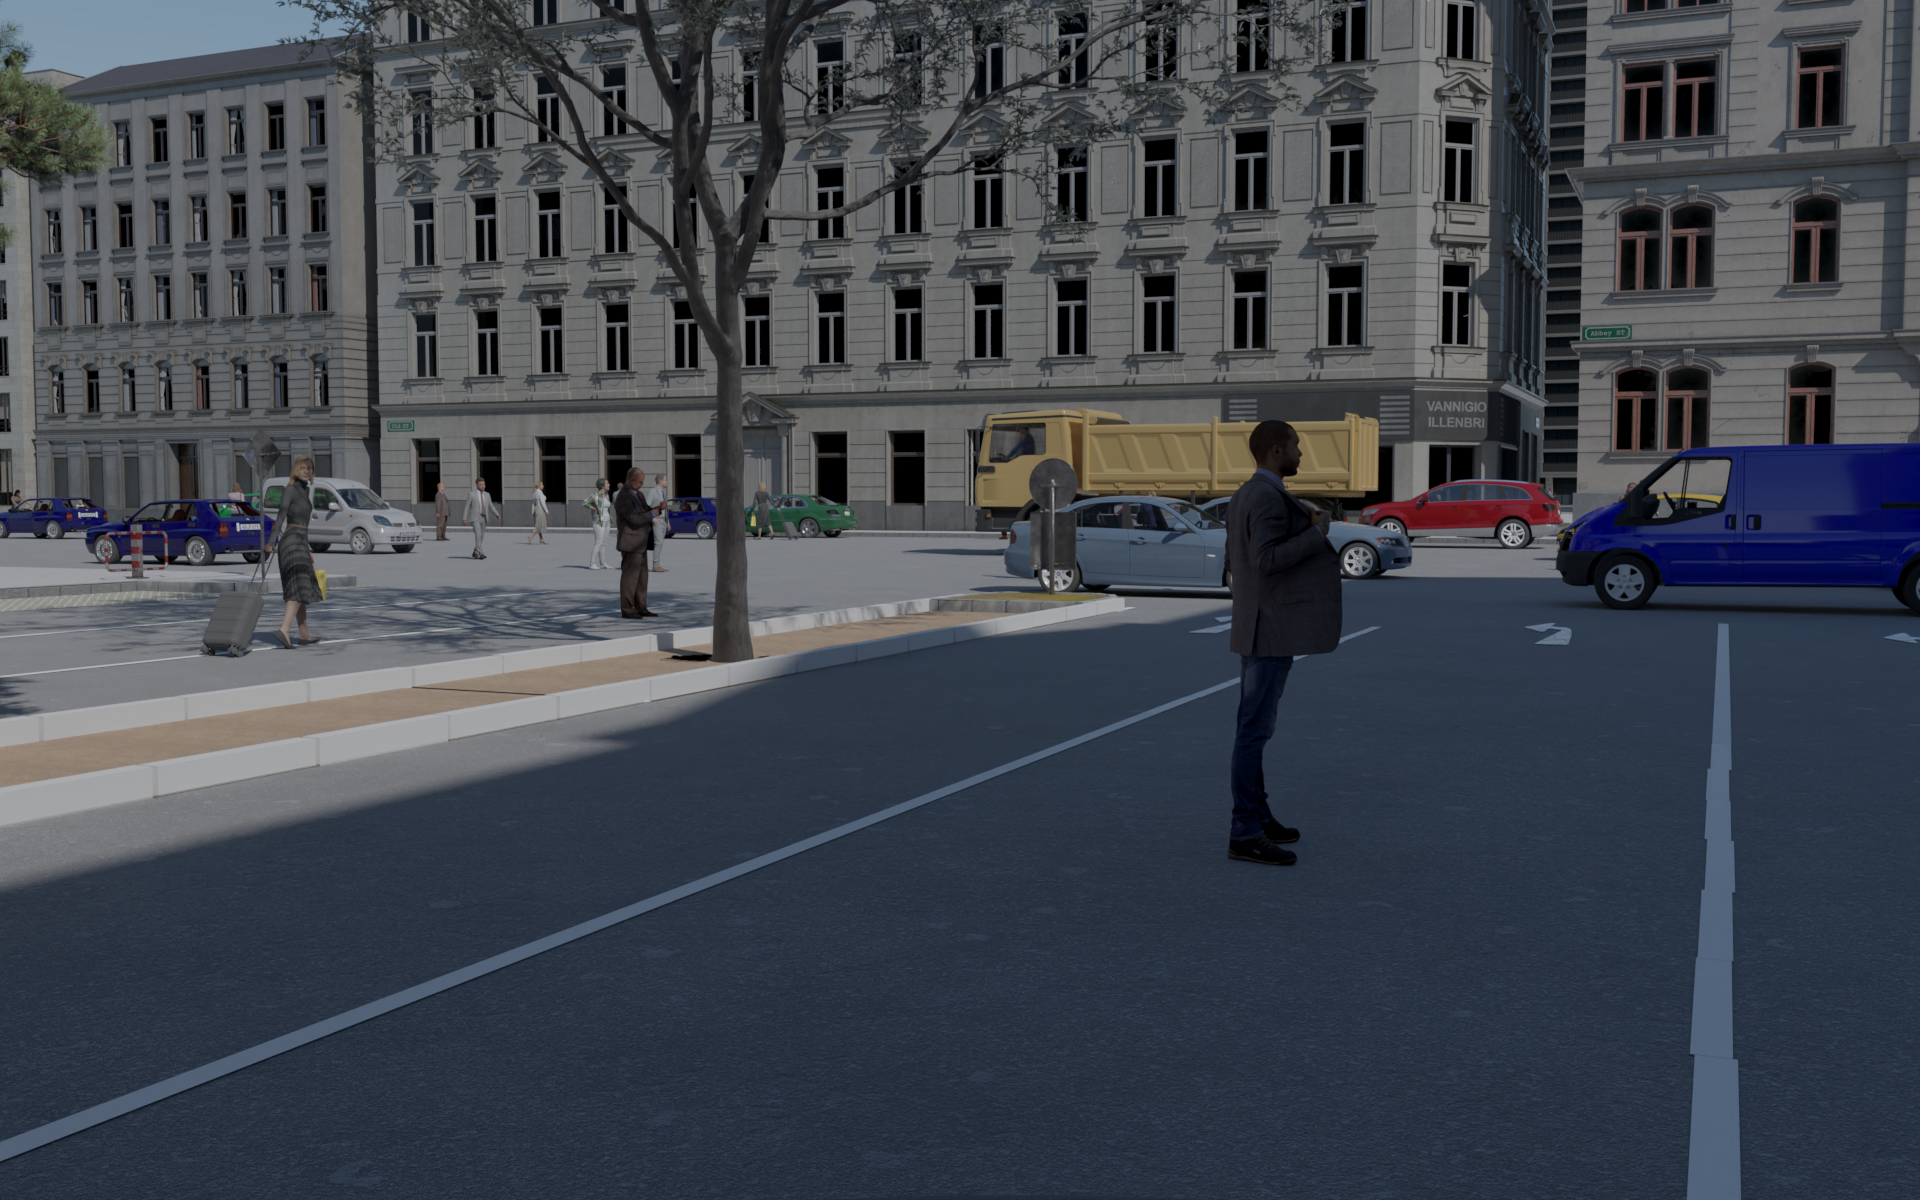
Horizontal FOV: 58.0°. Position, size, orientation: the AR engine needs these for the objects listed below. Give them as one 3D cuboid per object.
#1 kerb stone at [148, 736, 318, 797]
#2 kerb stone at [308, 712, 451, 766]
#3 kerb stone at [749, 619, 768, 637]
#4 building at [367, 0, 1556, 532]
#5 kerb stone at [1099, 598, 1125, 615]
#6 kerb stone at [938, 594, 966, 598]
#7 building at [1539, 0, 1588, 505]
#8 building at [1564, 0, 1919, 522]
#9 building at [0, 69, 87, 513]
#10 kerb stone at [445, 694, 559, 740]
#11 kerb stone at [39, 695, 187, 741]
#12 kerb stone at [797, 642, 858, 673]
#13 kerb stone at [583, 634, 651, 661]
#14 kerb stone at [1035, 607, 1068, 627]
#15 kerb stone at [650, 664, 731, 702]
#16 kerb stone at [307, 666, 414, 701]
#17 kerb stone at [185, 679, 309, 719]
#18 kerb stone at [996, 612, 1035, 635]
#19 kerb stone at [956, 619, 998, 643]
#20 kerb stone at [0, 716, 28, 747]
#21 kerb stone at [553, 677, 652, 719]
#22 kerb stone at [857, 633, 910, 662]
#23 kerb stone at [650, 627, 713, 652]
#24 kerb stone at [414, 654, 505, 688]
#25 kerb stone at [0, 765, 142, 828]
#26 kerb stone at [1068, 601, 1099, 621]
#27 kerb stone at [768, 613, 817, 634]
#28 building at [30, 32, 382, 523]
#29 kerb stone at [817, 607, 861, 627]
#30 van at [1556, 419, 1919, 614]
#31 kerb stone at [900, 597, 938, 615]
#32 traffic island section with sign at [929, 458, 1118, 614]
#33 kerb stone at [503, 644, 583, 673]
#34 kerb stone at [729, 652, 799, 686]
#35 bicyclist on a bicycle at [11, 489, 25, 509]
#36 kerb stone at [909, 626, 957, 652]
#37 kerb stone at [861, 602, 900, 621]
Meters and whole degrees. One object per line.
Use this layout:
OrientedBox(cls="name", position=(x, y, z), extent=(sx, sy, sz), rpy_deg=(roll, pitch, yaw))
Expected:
OrientedBox(cls="kerb stone", position=(-3.642, 0.830, 8.664), extent=(0.120, 0.150, 1.000), rpy_deg=(2, 4, 24))
OrientedBox(cls="kerb stone", position=(-3.224, 0.770, 9.602), extent=(0.120, 0.150, 1.000), rpy_deg=(2, 4, 24))
OrientedBox(cls="kerb stone", position=(-2.223, 0.316, 17.060), extent=(0.120, 0.150, 1.000), rpy_deg=(2, 4, 24))
OrientedBox(cls="building", position=(-0.466, -17.794, 67.354), extent=(44.131, 29.872, 17.030), rpy_deg=(2, 4, 24))
OrientedBox(cls="kerb stone", position=(1.770, 0.079, 20.901), extent=(0.120, 0.150, 1.000), rpy_deg=(2, 4, 24))
OrientedBox(cls="kerb stone", position=(-0.142, 0.027, 21.765), extent=(0.120, 0.150, 1.000), rpy_deg=(2, 4, 24))
OrientedBox(cls="building", position=(73.567, -47.194, 209.869), extent=(20.611, 71.187, 20.563), rpy_deg=(2, 4, 24))
OrientedBox(cls="building", position=(30.864, -16.170, 51.772), extent=(23.554, 28.519, 14.401), rpy_deg=(2, 4, 24))
OrientedBox(cls="building", position=(-47.094, -14.054, 84.530), extent=(16.860, 20.320, 10.420), rpy_deg=(2, 4, 24))
OrientedBox(cls="kerb stone", position=(-2.813, 0.714, 10.543), extent=(0.120, 0.150, 1.000), rpy_deg=(2, 4, 24))
OrientedBox(cls="kerb stone", position=(-5.137, 0.717, 10.469), extent=(0.120, 0.150, 1.000), rpy_deg=(2, 4, 24))
OrientedBox(cls="kerb stone", position=(-1.146, 0.482, 14.314), extent=(0.120, 0.150, 1.000), rpy_deg=(2, 4, 24))
OrientedBox(cls="kerb stone", position=(-3.062, 0.433, 15.185), extent=(0.120, 0.150, 1.000), rpy_deg=(2, 4, 24))
OrientedBox(cls="kerb stone", position=(0.930, 0.197, 19.019), extent=(0.120, 0.150, 1.000), rpy_deg=(2, 4, 24))
OrientedBox(cls="kerb stone", position=(-1.980, 0.597, 12.430), extent=(0.120, 0.150, 1.000), rpy_deg=(2, 4, 24))
OrientedBox(cls="kerb stone", position=(-4.306, 0.602, 12.357), extent=(0.120, 0.150, 1.000), rpy_deg=(2, 4, 24))
OrientedBox(cls="kerb stone", position=(-4.726, 0.660, 11.410), extent=(0.120, 0.150, 1.000), rpy_deg=(2, 4, 24))
OrientedBox(cls="kerb stone", position=(0.521, 0.254, 18.077), extent=(0.120, 0.150, 1.000), rpy_deg=(2, 4, 24))
OrientedBox(cls="kerb stone", position=(0.103, 0.313, 17.136), extent=(0.120, 0.150, 1.000), rpy_deg=(2, 4, 24))
OrientedBox(cls="kerb stone", position=(-5.554, 0.775, 9.527), extent=(0.120, 0.150, 1.000), rpy_deg=(2, 4, 24))
OrientedBox(cls="kerb stone", position=(-2.396, 0.655, 11.491), extent=(0.120, 0.150, 1.000), rpy_deg=(2, 4, 24))
OrientedBox(cls="kerb stone", position=(-0.728, 0.428, 15.253), extent=(0.120, 0.150, 1.000), rpy_deg=(2, 4, 24))
OrientedBox(cls="kerb stone", position=(-2.641, 0.371, 16.122), extent=(0.120, 0.150, 1.000), rpy_deg=(2, 4, 24))
OrientedBox(cls="kerb stone", position=(-3.886, 0.551, 13.304), extent=(0.120, 0.150, 1.000), rpy_deg=(2, 4, 24))
OrientedBox(cls="kerb stone", position=(-4.057, 0.885, 7.719), extent=(0.120, 0.150, 1.000), rpy_deg=(2, 4, 24))
OrientedBox(cls="kerb stone", position=(1.352, 0.142, 19.955), extent=(0.120, 0.150, 1.000), rpy_deg=(2, 4, 24))
OrientedBox(cls="kerb stone", position=(-1.809, 0.257, 18.000), extent=(0.120, 0.150, 1.000), rpy_deg=(2, 4, 24))
OrientedBox(cls="building", position=(-30.990, -13.940, 77.073), extent=(18.267, 20.994, 9.793), rpy_deg=(2, 4, 24))
OrientedBox(cls="kerb stone", position=(-1.395, 0.199, 18.943), extent=(0.120, 0.150, 1.000), rpy_deg=(2, 4, 24))
OrientedBox(cls="van", position=(10.161, -1.042, 21.421), extent=(5.245, 2.365, 2.240), rpy_deg=(2, 4, 24))
OrientedBox(cls="kerb stone", position=(-0.563, 0.084, 20.829), extent=(0.120, 0.150, 1.000), rpy_deg=(2, 4, 24))
OrientedBox(cls="traffic island section with sign", position=(0.936, -0.820, 21.551), extent=(2.006, 1.907, 1.989), rpy_deg=(2, 4, 24))
OrientedBox(cls="kerb stone", position=(-3.477, 0.486, 14.246), extent=(0.120, 0.150, 1.000), rpy_deg=(2, 4, 24))
OrientedBox(cls="kerb stone", position=(-1.563, 0.540, 13.374), extent=(0.120, 0.150, 1.000), rpy_deg=(2, 4, 24))
OrientedBox(cls="bicyclist on a bicycle", position=(-37.080, -3.562, 68.264), extent=(1.625, 1.676, 1.499), rpy_deg=(2, 4, 24))
OrientedBox(cls="kerb stone", position=(-0.314, 0.368, 16.197), extent=(0.120, 0.150, 1.000), rpy_deg=(2, 4, 24))
OrientedBox(cls="kerb stone", position=(-0.984, 0.141, 19.884), extent=(0.120, 0.150, 1.000), rpy_deg=(2, 4, 24))
